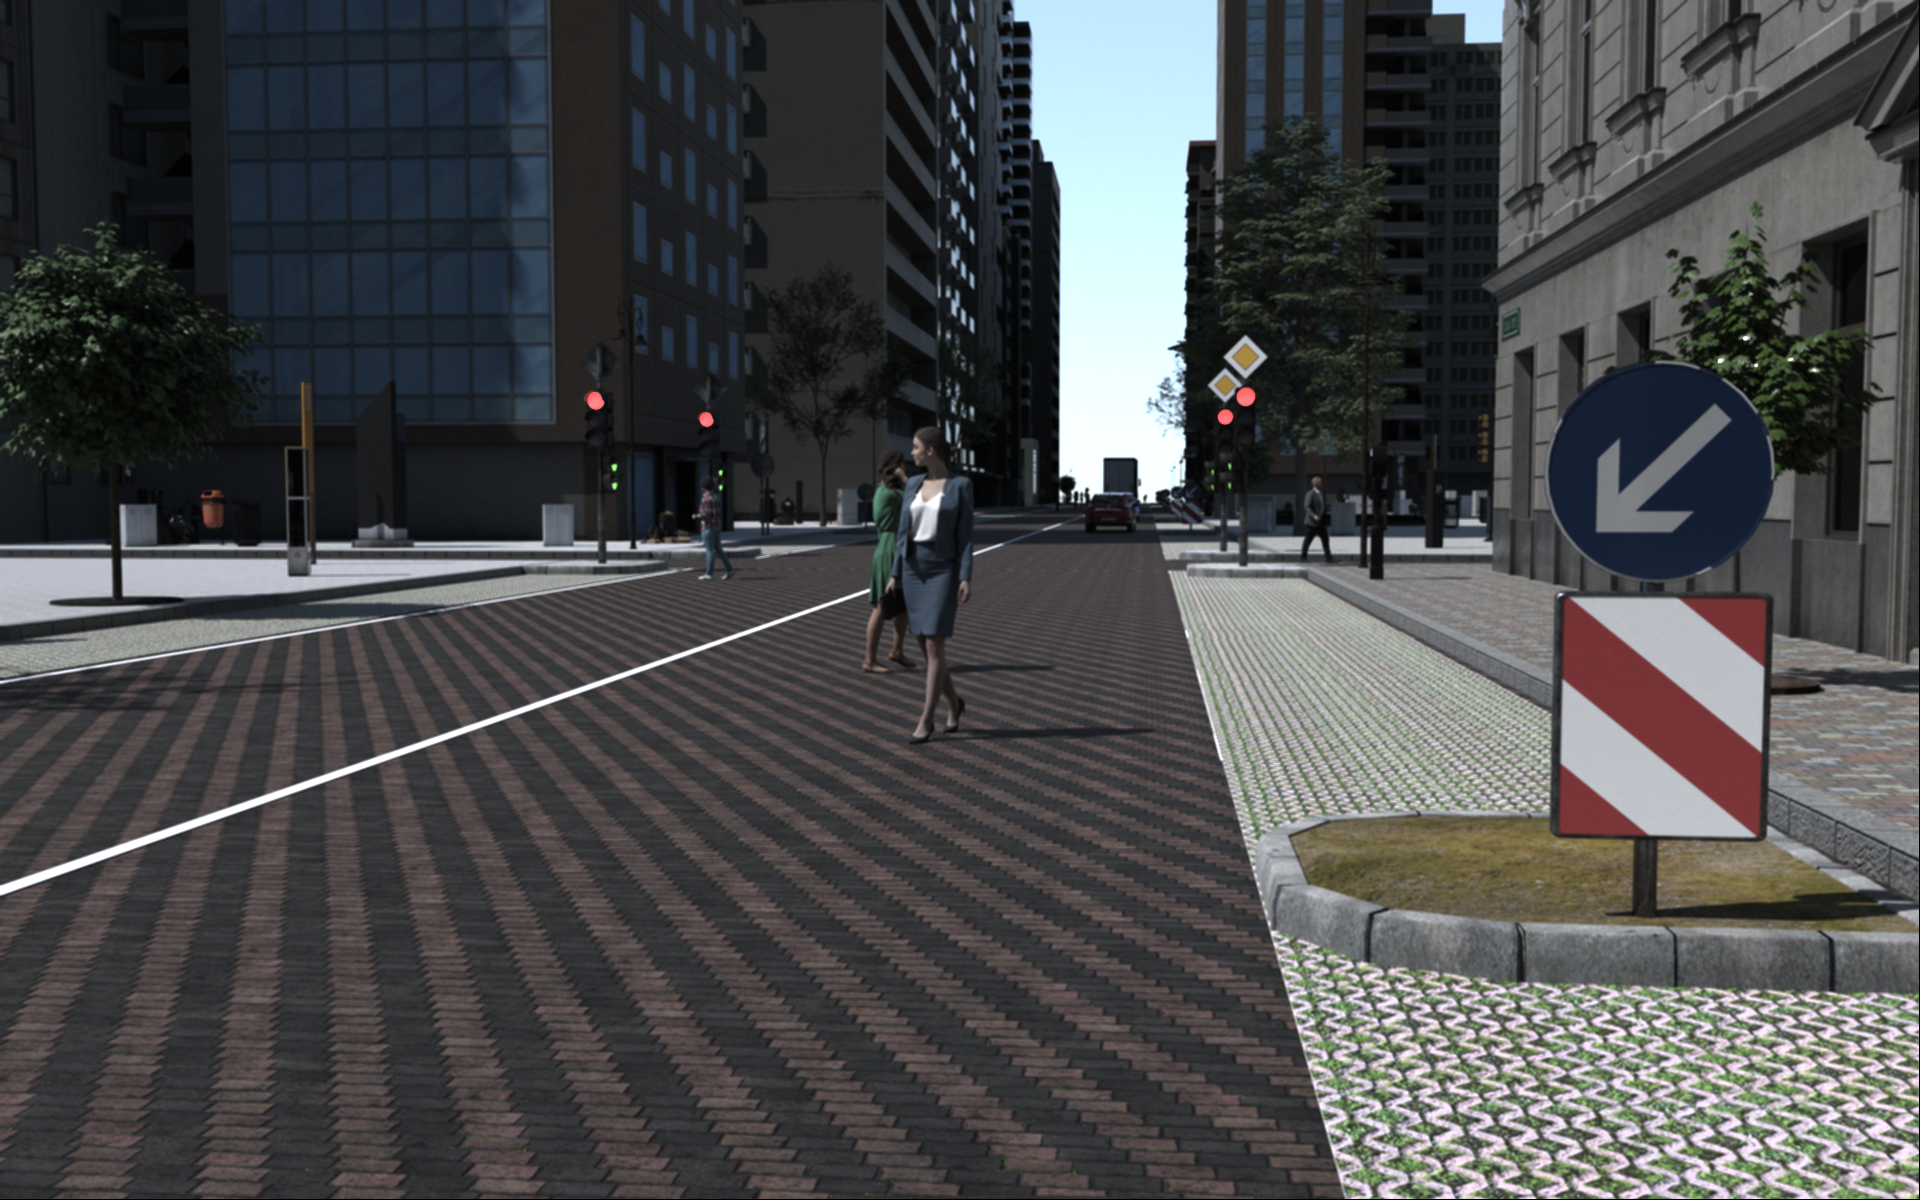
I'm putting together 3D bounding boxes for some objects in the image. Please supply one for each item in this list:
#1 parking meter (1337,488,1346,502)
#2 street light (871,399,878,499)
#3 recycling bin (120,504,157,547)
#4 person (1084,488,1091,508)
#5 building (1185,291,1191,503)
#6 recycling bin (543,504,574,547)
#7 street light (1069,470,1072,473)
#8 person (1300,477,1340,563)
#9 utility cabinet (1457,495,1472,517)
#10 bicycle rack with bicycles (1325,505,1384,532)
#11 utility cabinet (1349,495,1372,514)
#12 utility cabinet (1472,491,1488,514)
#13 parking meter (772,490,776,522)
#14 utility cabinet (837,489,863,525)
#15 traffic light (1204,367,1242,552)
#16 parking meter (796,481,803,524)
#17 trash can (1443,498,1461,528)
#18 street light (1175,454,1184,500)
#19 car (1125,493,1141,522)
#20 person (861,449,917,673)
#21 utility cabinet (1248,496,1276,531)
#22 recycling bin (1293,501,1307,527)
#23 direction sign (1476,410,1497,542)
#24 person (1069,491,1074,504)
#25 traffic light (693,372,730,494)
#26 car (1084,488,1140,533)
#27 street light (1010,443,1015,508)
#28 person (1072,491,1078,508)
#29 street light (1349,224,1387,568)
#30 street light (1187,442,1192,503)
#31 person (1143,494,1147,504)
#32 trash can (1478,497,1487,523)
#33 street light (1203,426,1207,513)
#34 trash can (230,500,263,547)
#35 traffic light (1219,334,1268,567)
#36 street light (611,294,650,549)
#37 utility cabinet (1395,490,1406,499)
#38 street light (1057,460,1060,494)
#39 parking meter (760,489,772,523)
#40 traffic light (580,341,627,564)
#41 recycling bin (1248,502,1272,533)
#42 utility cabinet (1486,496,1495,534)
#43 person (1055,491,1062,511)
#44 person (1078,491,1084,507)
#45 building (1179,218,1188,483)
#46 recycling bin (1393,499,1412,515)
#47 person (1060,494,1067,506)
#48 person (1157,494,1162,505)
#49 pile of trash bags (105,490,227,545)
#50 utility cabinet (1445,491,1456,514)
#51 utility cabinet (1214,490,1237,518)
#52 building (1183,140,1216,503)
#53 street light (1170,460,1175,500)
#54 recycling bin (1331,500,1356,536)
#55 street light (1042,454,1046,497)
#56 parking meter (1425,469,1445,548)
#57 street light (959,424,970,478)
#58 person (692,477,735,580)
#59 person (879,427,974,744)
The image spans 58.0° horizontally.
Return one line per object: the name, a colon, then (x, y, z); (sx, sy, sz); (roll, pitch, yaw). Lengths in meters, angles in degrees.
parking meter: (16.431, -4.052, 74.656); (0.372, 1.533, 0.369); (0, 3, 0)
street light: (-3.819, -6.366, 76.877); (0.468, 5.910, 1.993); (0, 4, 6)
recycling bin: (-20.073, -1.821, 42.319); (0.722, 1.027, 0.722); (-2, 4, -34)
person: (7.059, -5.251, 94.622); (0.573, 1.790, 0.520); (-1, 4, -21)
building: (37.490, -28.245, 233.506); (14.160, 30.474, 14.107); (0, 4, 6)
recycling bin: (-9.884, -1.839, 42.629); (0.722, 1.027, 0.722); (-1, 4, -11)
street light: (17.494, -18.369, 273.119); (0.468, 5.910, 1.993); (0, 4, 6)
person: (7.343, -1.619, 35.362); (0.834, 1.777, 0.661); (3, 4, 36)
utility cabinet: (27.869, -5.172, 95.726); (1.020, 1.237, 0.306); (-3, 5, -39)
bicycle rack with bicycles: (12.872, -2.769, 58.660); (2.925, 0.926, 2.852); (-3, 5, -39)
utility cabinet: (18.229, -4.138, 78.813); (1.020, 1.237, 0.306); (1, 4, 13)
utility cabinet: (32.320, -6.058, 107.726); (1.173, 1.500, 0.318); (-3, 4, -38)
parking meter: (-8.390, -4.215, 77.327); (0.372, 1.533, 0.369); (0, 3, 0)
utility cabinet: (-4.481, -3.774, 70.377); (0.318, 1.500, 1.173); (3, 5, 40)
traffic light: (5.868, -3.036, 38.561); (0.839, 4.253, 0.868); (0, 4, 6)
parking meter: (-6.963, -4.245, 75.116); (0.255, 1.863, 0.399); (0, 4, 0)
trash can: (18.399, -3.260, 64.960); (0.748, 1.137, 0.748); (0, 3, 0)
street light: (25.136, -13.752, 197.625); (0.468, 5.910, 1.993); (0, 4, 6)
car: (8.601, -5.021, 91.683); (1.945, 1.707, 3.694); (0, 4, 4)
person: (-0.565, -0.319, 13.957); (0.529, 1.795, 0.600); (-2, 4, -26)
utility cabinet: (10.597, -3.040, 60.864); (1.020, 1.237, 0.306); (3, 5, 40)
recycling bin: (13.357, -3.353, 67.377); (0.722, 1.027, 0.722); (1, 4, 13)
direction sign: (14.359, -3.348, 46.739); (0.876, 3.537, 0.379); (3, 4, 38)
person: (14.369, -13.306, 226.051); (1.348, 1.824, 0.705); (1, 4, 12)
traffic light: (-5.727, -3.111, 39.794); (0.839, 4.253, 0.868); (0, 4, 6)
car: (5.778, -3.489, 66.083); (2.155, 1.783, 4.494); (0, 4, 8)
street light: (4.623, -11.086, 154.038); (0.468, 5.910, 1.993); (0, 4, 6)
person: (11.507, -10.045, 173.251); (0.721, 1.766, 1.217); (-2, 4, -26)
street light: (7.027, -3.498, 29.986); (0.468, 5.910, 1.993); (0, 4, 6)
street light: (20.150, -10.966, 152.086); (0.468, 5.910, 1.993); (0, 4, 6)
person: (25.630, -13.928, 239.458); (0.421, 1.427, 0.697); (-1, 4, -22)
trash can: (23.235, -3.961, 76.409); (0.748, 1.137, 0.748); (0, 3, 0)
street light: (16.303, -8.726, 115.457); (0.468, 5.910, 1.993); (0, 4, 6)
trash can: (-17.502, -1.888, 42.519); (0.748, 1.137, 0.748); (0, 3, 0)
traffic light: (5.010, -2.551, 30.622); (0.839, 4.253, 0.868); (0, 4, 6)
street light: (-7.625, -4.126, 40.244); (0.468, 5.910, 1.993); (0, 4, 6)
utility cabinet: (25.071, -5.507, 98.716); (0.318, 1.500, 1.173); (2, 4, 29)
street light: (13.417, -16.119, 236.326); (0.468, 5.910, 1.993); (0, 4, 6)
parking meter: (-8.715, -4.191, 76.938); (0.372, 1.533, 0.369); (0, 3, 0)
traffic light: (-6.585, -2.626, 31.855); (0.839, 4.253, 0.868); (0, 4, 6)
recycling bin: (9.937, -2.748, 57.477); (0.722, 1.027, 0.722); (1, 4, 20)
utility cabinet: (17.633, -2.768, 56.416); (1.020, 1.237, 0.306); (-2, 4, -25)
person: (8.389, -8.465, 147.586); (0.721, 1.739, 1.217); (-2, 4, -25)
person: (13.286, -11.026, 189.501); (1.217, 1.735, 0.721); (-1, 4, -13)
building: (44.511, -38.835, 254.552); (23.786, 49.044, 30.456); (0, 4, 6)
recycling bin: (22.576, -4.638, 88.383); (0.722, 1.027, 0.722); (-1, 4, -16)
person: (11.986, -11.503, 199.798); (0.991, 1.433, 0.599); (-2, 4, -32)
person: (25.137, -12.700, 216.698); (0.990, 1.755, 0.434); (2, 4, 34)
pile of trash bags: (-19.928, -2.089, 43.900); (3.447, 1.369, 1.912); (2, 4, 24)
utility cabinet: (31.058, -6.178, 109.693); (0.318, 1.500, 1.173); (3, 4, 36)
utility cabinet: (14.191, -5.129, 92.532); (1.173, 1.500, 0.318); (2, 4, 24)
building: (38.461, -34.001, 210.547); (22.147, 44.769, 28.867); (0, 4, 6)
street light: (28.997, -15.997, 234.331); (0.468, 5.910, 1.993); (0, 4, 6)
recycling bin: (11.916, -2.525, 53.837); (0.722, 1.027, 0.722); (1, 4, 16)
street light: (9.633, -13.878, 199.690); (0.468, 5.910, 1.993); (0, 4, 6)
parking meter: (11.313, -2.174, 41.249); (0.399, 1.863, 0.255); (-2, 4, -31)
street light: (0.175, -8.606, 113.490); (0.468, 5.910, 1.993); (0, 4, 6)
person: (-4.144, -1.206, 29.052); (0.643, 1.720, 0.563); (1, 4, 17)
person: (-0.119, -0.100, 10.151); (0.581, 1.822, 0.654); (3, 5, 44)
